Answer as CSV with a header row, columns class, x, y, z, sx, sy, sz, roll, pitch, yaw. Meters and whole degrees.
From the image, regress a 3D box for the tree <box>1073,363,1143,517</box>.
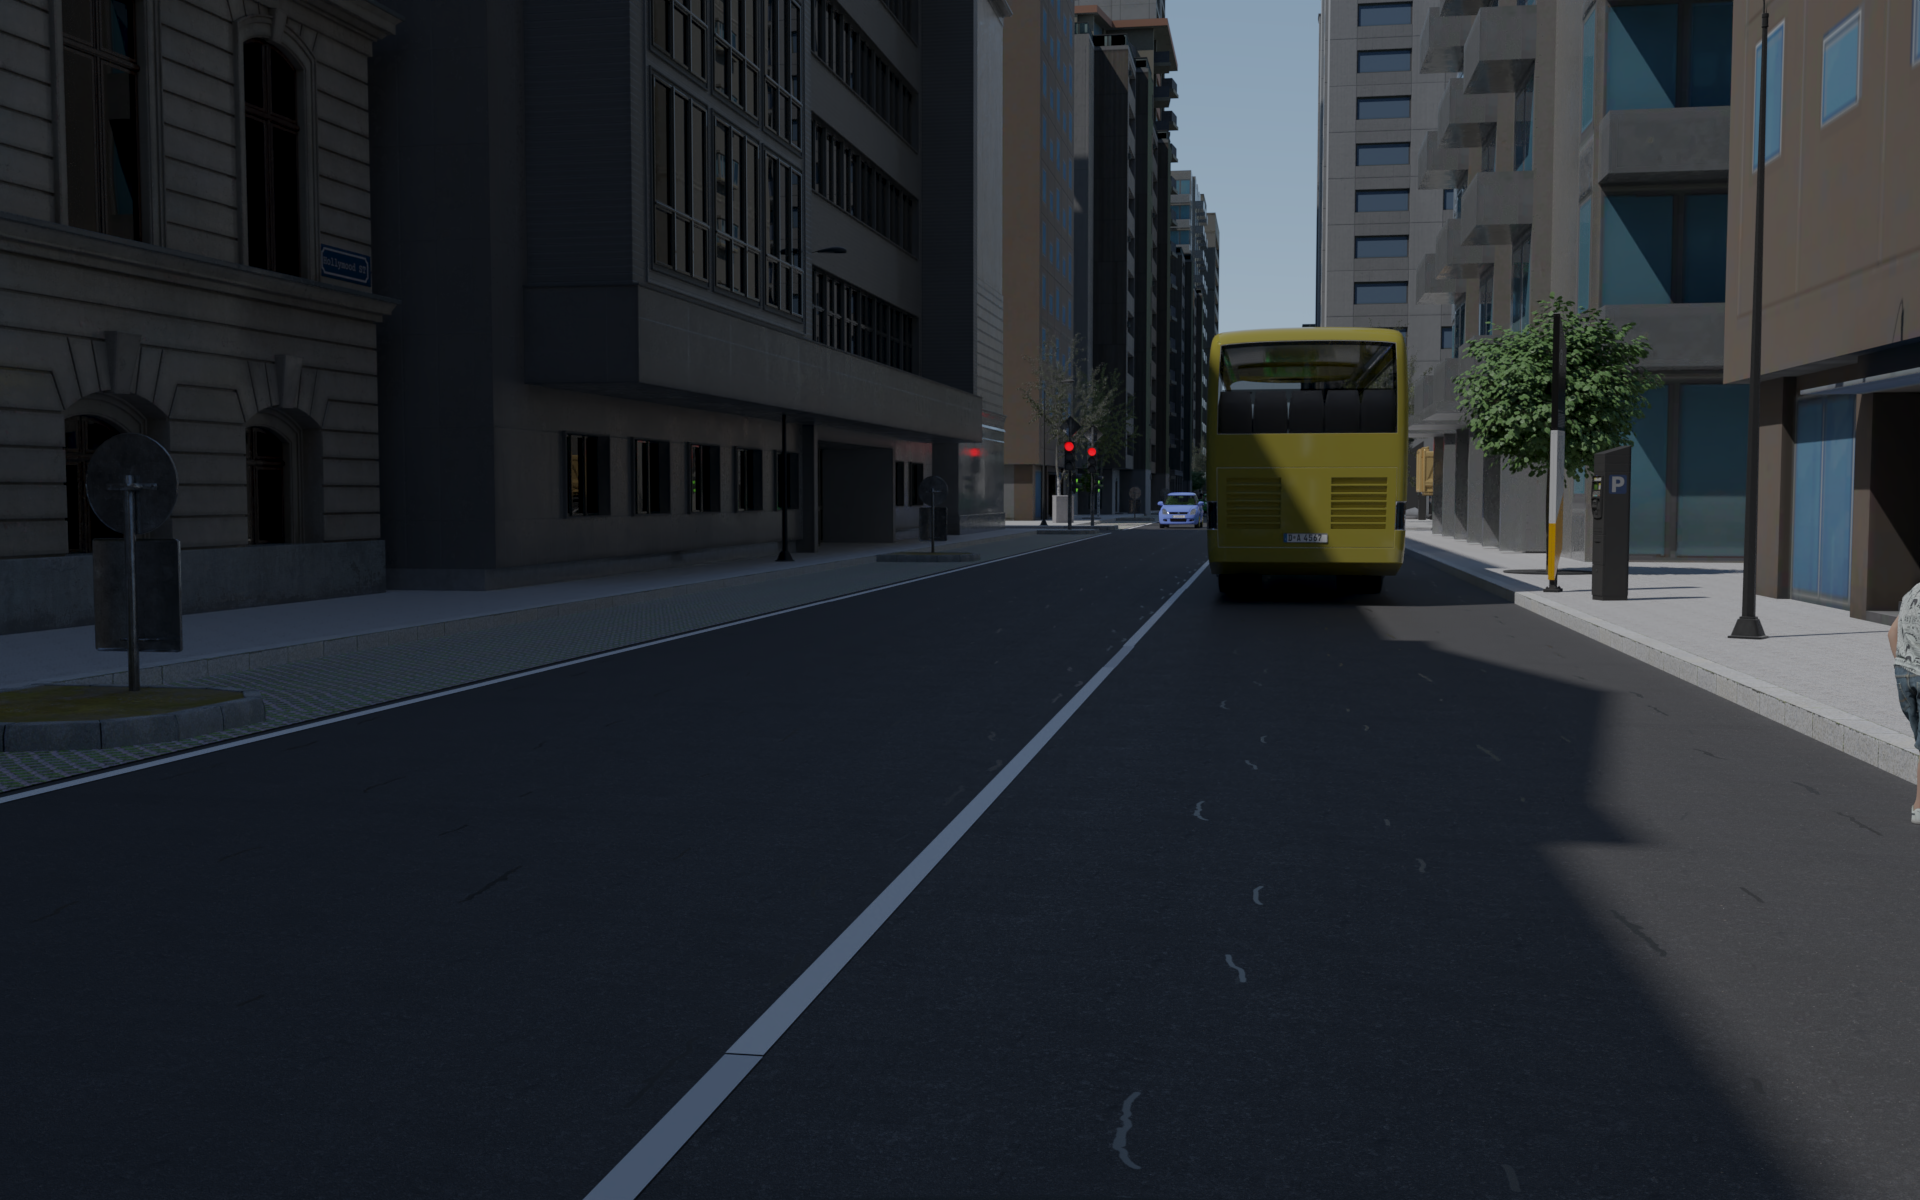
class,x,y,z,sx,sy,sz,roll,pitch,yaw
tree,8.050,-9.069,98.636,4.737,8.622,4.395,0,3,0

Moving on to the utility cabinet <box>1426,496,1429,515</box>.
class,x,y,z,sx,sy,sz,roll,pitch,yaw
utility cabinet,24.157,-5.023,90.812,0.318,1.500,1.173,3,5,43

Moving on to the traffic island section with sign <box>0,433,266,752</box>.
class,x,y,z,sx,sy,sz,roll,pitch,yaw
traffic island section with sign,-5.412,-0.116,10.533,1.989,1.847,2.006,1,4,10

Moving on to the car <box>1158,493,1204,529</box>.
class,x,y,z,sx,sy,sz,roll,pitch,yaw
car,9.378,-3.896,73.295,1.945,1.707,3.694,1,4,11

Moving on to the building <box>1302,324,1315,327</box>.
class,x,y,z,sx,sy,sz,roll,pitch,yaw
building,64.281,-31.754,290.874,14.160,30.474,14.107,1,4,10

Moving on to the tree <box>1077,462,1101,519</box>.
class,x,y,z,sx,sy,sz,roll,pitch,yaw
tree,6.947,-5.870,90.568,1.663,3.219,1.824,0,3,0

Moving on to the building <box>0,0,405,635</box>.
class,x,y,z,sx,sy,sz,roll,pitch,yaw
building,-15.543,-11.437,6.072,14.460,24.649,34.723,1,4,10

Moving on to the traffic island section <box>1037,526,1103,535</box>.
class,x,y,z,sx,sy,sz,roll,pitch,yaw
traffic island section,3.929,-2.451,62.347,2.009,0.180,2.903,1,4,10

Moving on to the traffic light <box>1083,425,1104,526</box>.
class,x,y,z,sx,sy,sz,roll,pitch,yaw
traffic light,5.384,-4.963,70.064,0.839,4.253,0.868,1,4,10

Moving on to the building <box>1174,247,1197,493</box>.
class,x,y,z,sx,sy,sz,roll,pitch,yaw
building,19.660,-26.272,201.246,14.160,30.474,14.107,1,4,10

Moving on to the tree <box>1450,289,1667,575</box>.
class,x,y,z,sx,sy,sz,roll,pitch,yaw
tree,9.654,-2.709,28.009,4.285,4.588,4.351,0,3,0

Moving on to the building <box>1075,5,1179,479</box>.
class,x,y,z,sx,sy,sz,roll,pitch,yaw
building,8.546,-30.908,159.973,22.147,44.769,28.867,1,4,10

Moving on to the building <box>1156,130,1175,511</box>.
class,x,y,z,sx,sy,sz,roll,pitch,yaw
building,8.701,-22.090,132.880,14.160,30.474,14.107,1,4,10

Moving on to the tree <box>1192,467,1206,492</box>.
class,x,y,z,sx,sy,sz,roll,pitch,yaw
tree,28.438,-13.852,210.197,4.285,4.588,4.351,0,3,0

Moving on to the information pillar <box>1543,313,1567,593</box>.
class,x,y,z,sx,sy,sz,roll,pitch,yaw
information pillar,7.821,-1.916,22.678,0.183,3.616,0.504,2,4,30

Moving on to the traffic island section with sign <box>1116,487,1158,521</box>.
class,x,y,z,sx,sy,sz,roll,pitch,yaw
traffic island section with sign,9.410,-5.144,92.726,1.989,1.847,2.006,1,4,10

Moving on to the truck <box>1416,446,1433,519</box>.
class,x,y,z,sx,sy,sz,roll,pitch,yaw
truck,21.663,-4.093,62.840,9.791,3.379,3.469,1,4,12

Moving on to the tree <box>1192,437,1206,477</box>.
class,x,y,z,sx,sy,sz,roll,pitch,yaw
tree,29.992,-16.357,217.797,4.360,8.622,3.978,0,3,0

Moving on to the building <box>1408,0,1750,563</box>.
class,x,y,z,sx,sy,sz,roll,pitch,yaw
building,23.469,-25.846,42.195,23.786,49.044,30.456,1,4,10

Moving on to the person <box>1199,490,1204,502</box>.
class,x,y,z,sx,sy,sz,roll,pitch,yaw
person,24.356,-10.252,175.745,1.348,1.869,0.705,1,4,13

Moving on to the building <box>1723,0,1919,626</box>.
class,x,y,z,sx,sy,sz,roll,pitch,yaw
building,15.408,-22.195,12.999,14.600,45.320,14.200,1,4,10

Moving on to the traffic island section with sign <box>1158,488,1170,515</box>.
class,x,y,z,sx,sy,sz,roll,pitch,yaw
traffic island section with sign,14.195,-6.766,119.255,1.989,1.847,2.006,1,4,10

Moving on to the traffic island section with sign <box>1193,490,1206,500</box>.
class,x,y,z,sx,sy,sz,roll,pitch,yaw
traffic island section with sign,23.017,-9.757,168.147,1.989,1.847,2.006,1,4,10

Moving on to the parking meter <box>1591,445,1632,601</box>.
class,x,y,z,sx,sy,sz,roll,pitch,yaw
parking meter,7.839,-0.927,20.875,0.399,1.863,0.255,0,4,-8

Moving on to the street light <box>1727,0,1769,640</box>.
class,x,y,z,sx,sy,sz,roll,pitch,yaw
street light,6.488,-2.618,15.349,1.470,5.913,1.316,1,4,10

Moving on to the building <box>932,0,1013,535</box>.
class,x,y,z,sx,sy,sz,roll,pitch,yaw
building,-7.956,-12.867,59.533,18.267,20.994,9.793,1,4,10

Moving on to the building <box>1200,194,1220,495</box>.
class,x,y,z,sx,sy,sz,roll,pitch,yaw
building,31.126,-40.311,282.789,21.300,48.544,21.600,1,4,10

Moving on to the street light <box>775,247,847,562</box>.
class,x,y,z,sx,sy,sz,roll,pitch,yaw
street light,-2.810,-3.684,32.767,1.470,5.913,1.316,1,4,10

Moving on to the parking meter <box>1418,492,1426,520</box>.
class,x,y,z,sx,sy,sz,roll,pitch,yaw
parking meter,22.681,-4.852,85.034,0.399,1.863,0.255,0,4,6

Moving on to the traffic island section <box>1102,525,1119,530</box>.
class,x,y,z,sx,sy,sz,roll,pitch,yaw
traffic island section,5.346,-2.931,70.206,2.009,0.180,2.903,1,4,10

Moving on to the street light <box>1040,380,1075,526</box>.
class,x,y,z,sx,sy,sz,roll,pitch,yaw
street light,3.962,-5.996,70.570,1.470,5.913,1.316,1,4,10

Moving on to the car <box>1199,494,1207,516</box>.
class,x,y,z,sx,sy,sz,roll,pitch,yaw
car,16.235,-6.233,110.712,1.959,1.807,4.718,1,4,10

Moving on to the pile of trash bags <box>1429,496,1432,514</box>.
class,x,y,z,sx,sy,sz,roll,pitch,yaw
pile of trash bags,28.082,-5.877,105.835,3.447,1.369,1.912,2,4,32

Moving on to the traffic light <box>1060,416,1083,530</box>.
class,x,y,z,sx,sy,sz,roll,pitch,yaw
traffic light,3.967,-4.482,62.205,0.839,4.253,0.868,1,4,10

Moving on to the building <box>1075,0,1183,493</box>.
class,x,y,z,sx,sy,sz,roll,pitch,yaw
building,13.331,-45.583,183.529,20.563,71.187,20.611,1,4,10

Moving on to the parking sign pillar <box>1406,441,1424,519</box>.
class,x,y,z,sx,sy,sz,roll,pitch,yaw
parking sign pillar,22.955,-6.103,88.253,1.447,3.967,1.447,1,4,22

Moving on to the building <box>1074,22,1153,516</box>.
class,x,y,z,sx,sy,sz,roll,pitch,yaw
building,4.752,-20.730,110.634,14.160,30.474,14.107,1,4,10

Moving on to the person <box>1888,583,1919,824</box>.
class,x,y,z,sx,sy,sz,roll,pitch,yaw
person,4.254,0.343,7.572,0.352,1.250,0.332,2,4,26

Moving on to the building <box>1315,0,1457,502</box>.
class,x,y,z,sx,sy,sz,roll,pitch,yaw
building,51.756,-40.227,199.705,21.231,58.520,28.212,1,4,10

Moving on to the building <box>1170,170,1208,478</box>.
class,x,y,z,sx,sy,sz,roll,pitch,yaw
building,25.135,-38.995,257.171,23.786,49.044,30.456,1,4,10

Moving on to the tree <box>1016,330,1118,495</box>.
class,x,y,z,sx,sy,sz,roll,pitch,yaw
tree,4.700,-7.811,78.066,4.360,8.622,3.978,0,3,0

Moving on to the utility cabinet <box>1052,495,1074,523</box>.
class,x,y,z,sx,sy,sz,roll,pitch,yaw
utility cabinet,4.593,-4.026,76.990,1.020,1.237,0.306,-3,4,-36

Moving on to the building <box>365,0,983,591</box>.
class,x,y,z,sx,sy,sz,roll,pitch,yaw
building,-8.876,-13.374,37.724,14.314,24.678,30.058,1,4,10

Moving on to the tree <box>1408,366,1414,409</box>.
class,x,y,z,sx,sy,sz,roll,pitch,yaw
tree,18.547,-7.815,78.130,4.737,8.622,4.395,0,3,0

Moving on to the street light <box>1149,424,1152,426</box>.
class,x,y,z,sx,sy,sz,roll,pitch,yaw
street light,12.001,-8.713,114.993,1.470,5.913,1.316,1,4,10

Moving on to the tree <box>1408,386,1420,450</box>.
class,x,y,z,sx,sy,sz,roll,pitch,yaw
tree,24.565,-10.419,104.759,7.601,10.594,8.767,2,4,35

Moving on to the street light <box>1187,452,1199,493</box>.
class,x,y,z,sx,sy,sz,roll,pitch,yaw
street light,25.445,-13.279,189.649,1.470,5.913,1.316,1,4,10

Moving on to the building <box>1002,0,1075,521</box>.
class,x,y,z,sx,sy,sz,roll,pitch,yaw
building,-1.805,-26.837,88.891,14.600,45.320,14.200,1,4,10

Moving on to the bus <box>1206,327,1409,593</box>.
class,x,y,z,sx,sy,sz,roll,pitch,yaw
bus,5.452,-2.228,27.981,2.896,3.916,12.252,1,4,10

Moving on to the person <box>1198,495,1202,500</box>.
class,x,y,z,sx,sy,sz,roll,pitch,yaw
person,23.727,-10.049,173.360,0.990,1.755,0.434,0,4,0

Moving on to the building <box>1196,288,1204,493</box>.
class,x,y,z,sx,sy,sz,roll,pitch,yaw
building,25.599,-28.340,235.057,14.160,30.474,14.107,1,4,10

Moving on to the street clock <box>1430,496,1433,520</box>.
class,x,y,z,sx,sy,sz,roll,pitch,yaw
street clock,23.451,-4.978,85.953,0.358,2.002,0.471,3,5,42

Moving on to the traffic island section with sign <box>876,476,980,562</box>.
class,x,y,z,sx,sy,sz,roll,pitch,yaw
traffic island section with sign,-0.618,-1.742,37.105,1.989,1.847,2.006,1,4,10

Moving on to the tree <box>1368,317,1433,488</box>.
class,x,y,z,sx,sy,sz,roll,pitch,yaw
tree,17.953,-7.447,72.124,4.360,8.622,3.978,0,3,0
